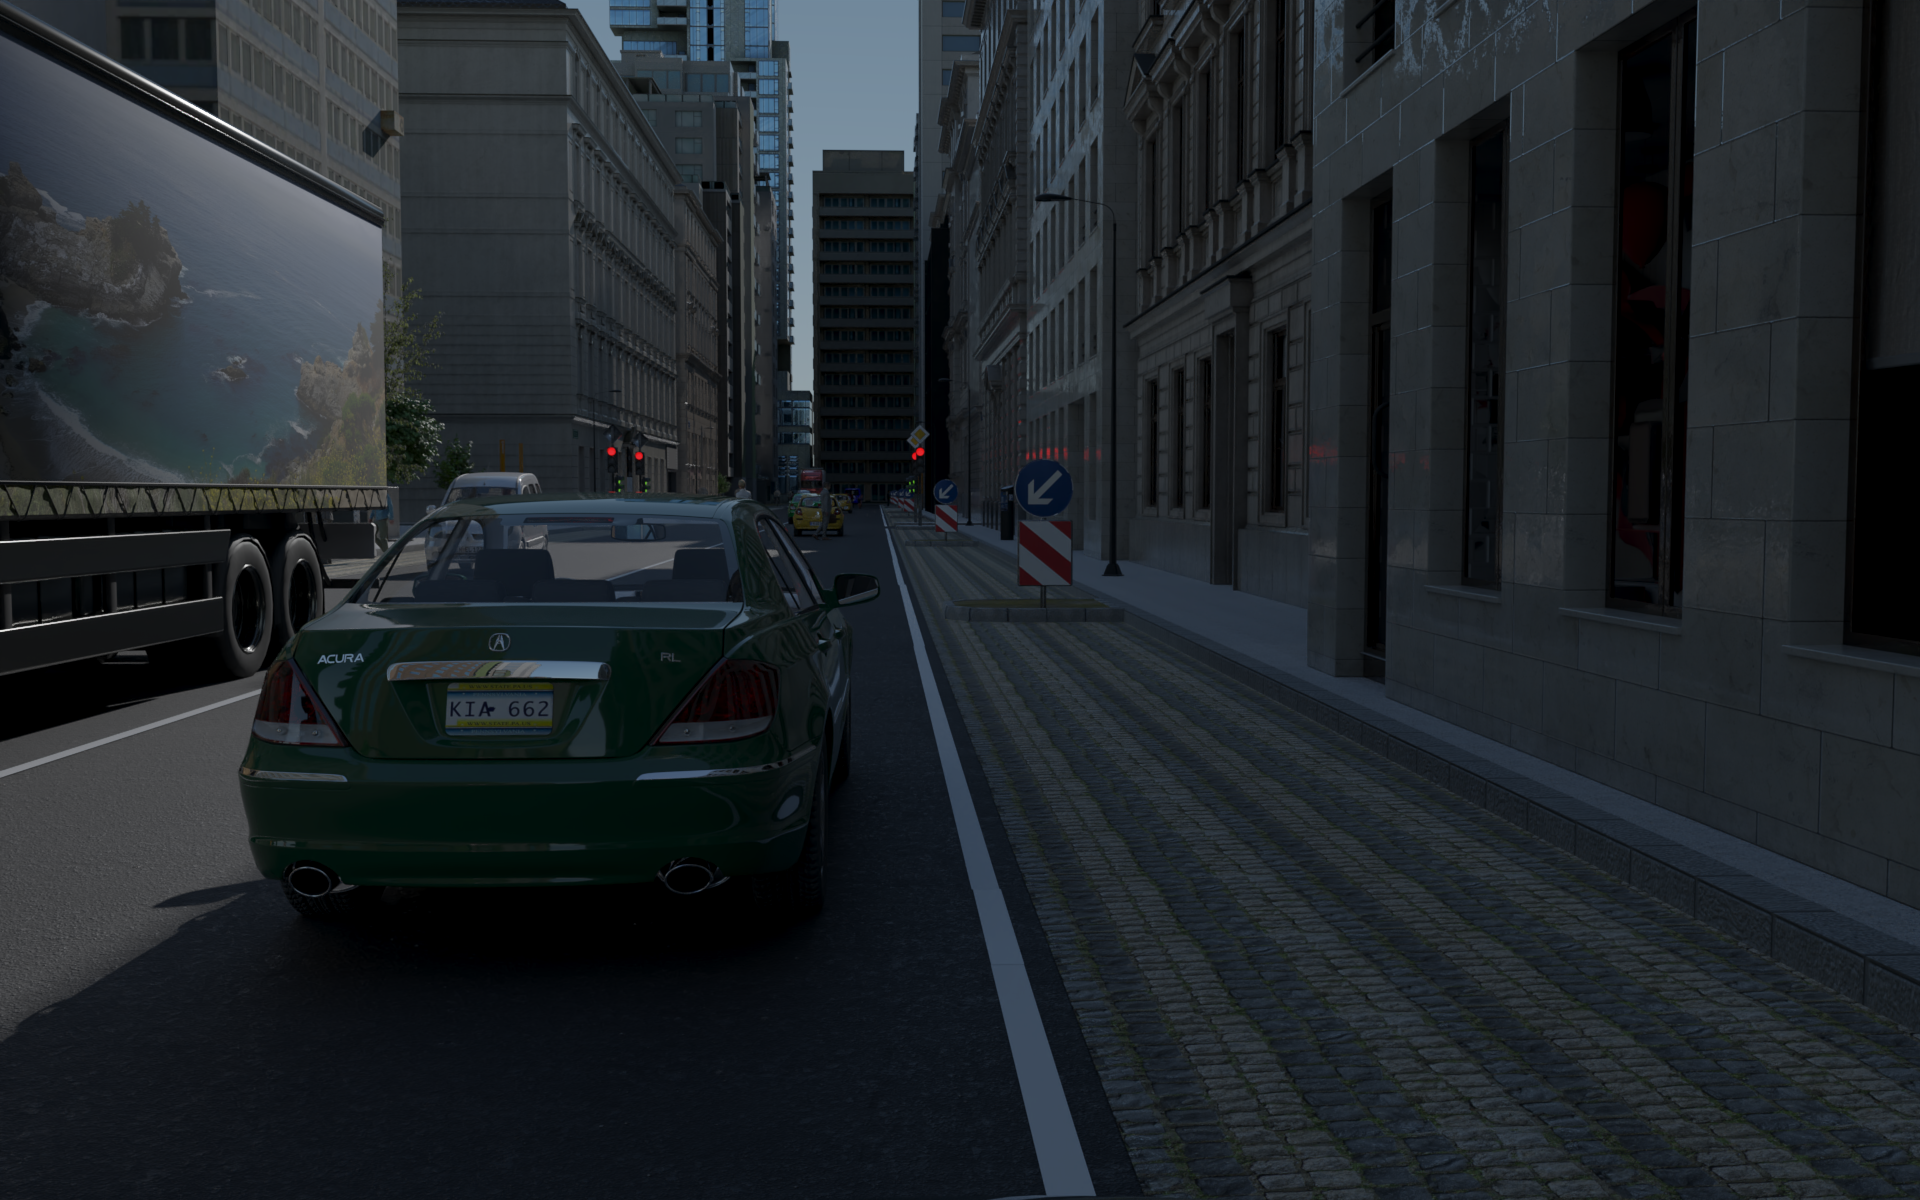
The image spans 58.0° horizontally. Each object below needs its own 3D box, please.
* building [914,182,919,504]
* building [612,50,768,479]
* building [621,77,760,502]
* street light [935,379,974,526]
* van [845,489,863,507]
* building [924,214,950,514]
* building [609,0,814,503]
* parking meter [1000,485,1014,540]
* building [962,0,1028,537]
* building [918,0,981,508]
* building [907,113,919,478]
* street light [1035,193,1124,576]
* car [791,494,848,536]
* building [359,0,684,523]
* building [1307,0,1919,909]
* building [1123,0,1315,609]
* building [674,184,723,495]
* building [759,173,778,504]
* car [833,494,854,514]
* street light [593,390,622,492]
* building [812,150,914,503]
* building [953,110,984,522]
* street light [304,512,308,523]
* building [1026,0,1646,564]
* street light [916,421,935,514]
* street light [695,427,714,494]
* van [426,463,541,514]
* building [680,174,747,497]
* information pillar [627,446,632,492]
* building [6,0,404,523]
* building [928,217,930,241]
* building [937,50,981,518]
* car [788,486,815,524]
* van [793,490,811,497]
[{"bbox_3d":[1.091,-32.935,222.089,14.154,41.232,14.086,0,4,-3],"label":"building"},{"bbox_3d":[-34.145,-35.157,194.418,23.786,49.044,30.456,0,4,-3],"label":"building"},{"bbox_3d":[-27.952,-29.910,172.631,14.154,41.232,14.086,0,4,-3],"label":"building"},{"bbox_3d":[-0.155,-5.951,69.834,1.470,5.913,1.316,0,4,-3],"label":"street light"},{"bbox_3d":[-12.017,-11.647,194.808,2.240,2.365,5.245,0,4,-2],"label":"van"},{"bbox_3d":[3.892,-17.829,121.190,12.332,23.373,15.834,0,4,-3],"label":"building"},{"bbox_3d":[-36.572,-57.000,244.613,31.000,86.520,22.319,0,4,-3],"label":"building"},{"bbox_3d":[1.313,-2.433,48.183,0.372,1.533,0.369,0,3,0],"label":"parking meter"},{"bbox_3d":[6.063,-14.139,60.058,11.050,23.489,19.941,0,4,-3],"label":"building"},{"bbox_3d":[6.441,-38.395,169.760,21.231,58.520,28.212,0,4,-3],"label":"building"},{"bbox_3d":[5.900,-35.462,199.404,23.786,49.044,30.456,0,4,-3],"label":"building"},{"bbox_3d":[1.854,-3.327,26.945,1.470,5.913,1.316,0,4,-3],"label":"street light"},{"bbox_3d":[-4.879,-3.045,60.005,2.015,1.641,3.980,0,4,-3],"label":"car"},{"bbox_3d":[-26.243,-19.652,97.728,17.030,29.872,44.131,0,4,-3],"label":"building"},{"bbox_3d":[8.173,-9.138,4.164,10.420,20.320,16.860,0,4,-3],"label":"building"},{"bbox_3d":[8.343,-9.715,23.460,10.561,19.102,19.286,0,4,-3],"label":"building"},{"bbox_3d":[-25.411,-20.531,132.937,12.463,27.353,25.104,0,4,-3],"label":"building"},{"bbox_3d":[-30.481,-32.884,221.242,14.086,41.232,14.154,0,4,-3],"label":"building"},{"bbox_3d":[-8.901,-7.255,128.836,2.015,1.641,3.980,0,4,-1],"label":"car"},{"bbox_3d":[-15.740,-6.398,77.154,1.470,5.913,1.316,0,4,-3],"label":"street light"},{"bbox_3d":[-10.007,-38.105,246.717,21.600,48.544,21.300,0,4,-3],"label":"building"},{"bbox_3d":[10.459,-15.181,84.374,21.152,22.565,11.583,0,4,-3],"label":"building"},{"bbox_3d":[-13.844,-4.005,38.017,1.470,5.913,1.316,0,4,-3],"label":"street light"},{"bbox_3d":[7.506,-11.418,41.443,10.420,20.320,16.860,0,4,-3],"label":"building"},{"bbox_3d":[-2.129,-8.427,110.320,1.470,5.913,1.316,0,4,-3],"label":"street light"},{"bbox_3d":[-17.746,-9.022,120.049,1.470,5.913,1.316,0,4,-3],"label":"street light"},{"bbox_3d":[-8.713,-1.531,32.048,2.013,2.044,4.112,0,4,-5],"label":"van"},{"bbox_3d":[-27.289,-23.682,158.904,14.160,30.474,14.107,0,4,-3],"label":"building"},{"bbox_3d":[-16.292,-5.751,85.386,0.183,3.616,0.504,1,4,11],"label":"information pillar"},{"bbox_3d":[-30.356,-22.007,51.704,23.993,40.220,32.217,0,4,-3],"label":"building"},{"bbox_3d":[4.706,-21.623,140.920,14.401,28.519,23.554,0,4,-3],"label":"building"},{"bbox_3d":[5.978,-19.209,101.452,14.401,28.519,23.554,0,4,-3],"label":"building"},{"bbox_3d":[-7.419,-4.635,84.582,1.959,1.807,4.718,0,4,-2],"label":"car"},{"bbox_3d":[-15.589,-10.134,172.710,2.013,2.044,4.112,0,4,-4],"label":"van"}]
